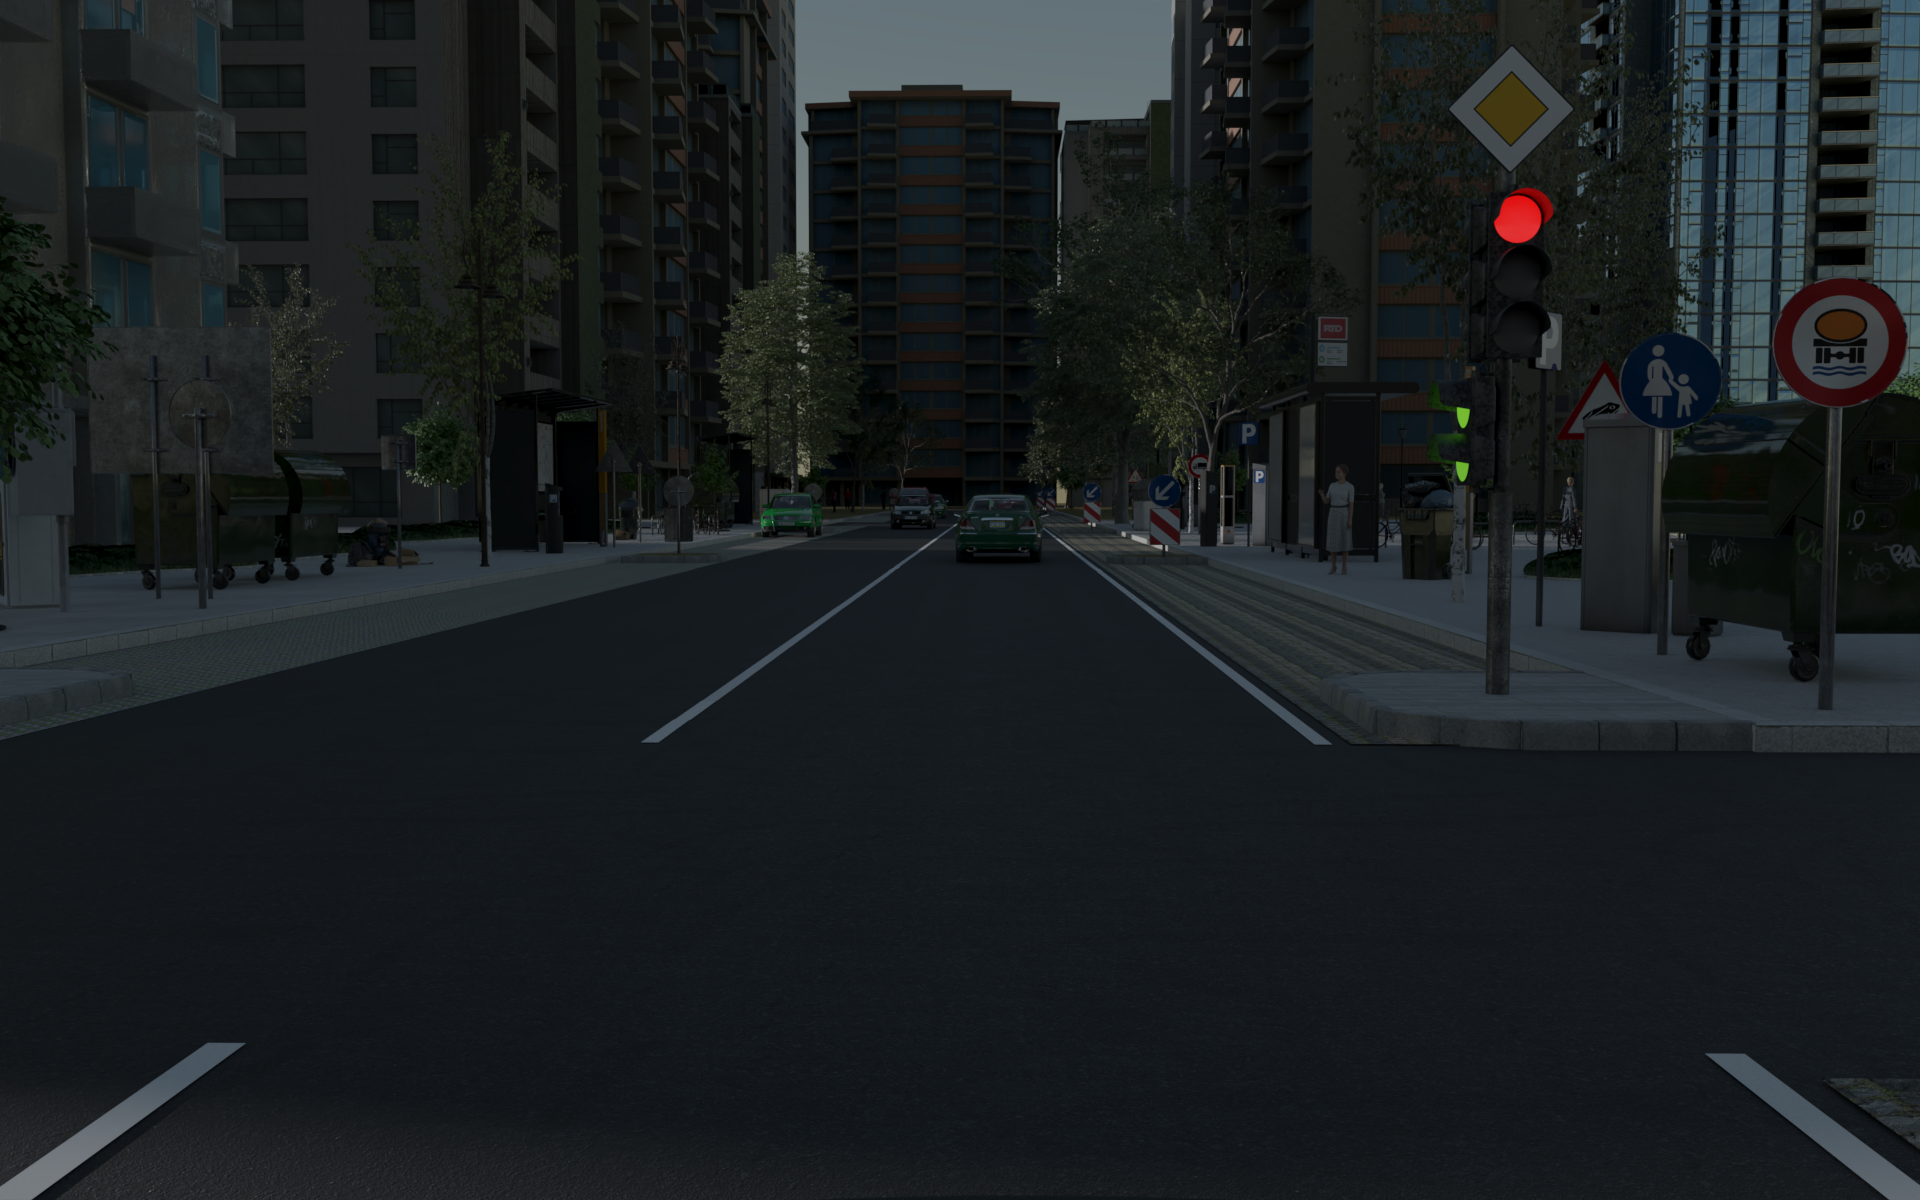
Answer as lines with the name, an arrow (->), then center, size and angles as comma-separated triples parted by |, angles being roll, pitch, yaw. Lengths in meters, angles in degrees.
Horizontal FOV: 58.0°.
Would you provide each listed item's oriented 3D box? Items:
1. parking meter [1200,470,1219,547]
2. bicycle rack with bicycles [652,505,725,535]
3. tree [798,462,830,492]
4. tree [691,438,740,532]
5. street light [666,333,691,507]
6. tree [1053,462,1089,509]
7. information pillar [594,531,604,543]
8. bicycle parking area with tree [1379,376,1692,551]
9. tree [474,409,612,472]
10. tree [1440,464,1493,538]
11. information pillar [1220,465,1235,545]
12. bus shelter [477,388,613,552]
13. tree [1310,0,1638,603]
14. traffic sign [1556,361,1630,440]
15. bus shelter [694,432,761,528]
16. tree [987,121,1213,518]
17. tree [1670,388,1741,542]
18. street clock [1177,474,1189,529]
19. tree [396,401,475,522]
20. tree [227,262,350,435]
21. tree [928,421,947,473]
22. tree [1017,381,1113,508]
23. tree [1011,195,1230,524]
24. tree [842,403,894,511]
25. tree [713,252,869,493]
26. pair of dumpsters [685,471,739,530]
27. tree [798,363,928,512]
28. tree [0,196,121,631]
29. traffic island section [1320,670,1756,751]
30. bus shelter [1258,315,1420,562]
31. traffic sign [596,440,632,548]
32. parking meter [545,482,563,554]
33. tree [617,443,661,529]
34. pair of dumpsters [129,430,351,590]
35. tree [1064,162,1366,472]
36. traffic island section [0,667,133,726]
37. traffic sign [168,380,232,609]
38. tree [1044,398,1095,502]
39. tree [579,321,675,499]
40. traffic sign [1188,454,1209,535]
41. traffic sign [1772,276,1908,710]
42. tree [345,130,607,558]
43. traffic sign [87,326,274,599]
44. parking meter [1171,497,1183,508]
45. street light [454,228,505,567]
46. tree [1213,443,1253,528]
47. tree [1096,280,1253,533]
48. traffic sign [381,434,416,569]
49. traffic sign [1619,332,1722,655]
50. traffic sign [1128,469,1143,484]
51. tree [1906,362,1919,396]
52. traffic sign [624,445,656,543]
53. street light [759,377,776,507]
parking meter -> 6.085, -2.236, 42.274 | 0.399, 1.863, 0.255 | -2, 4, -30
bicycle rack with bicycles -> -8.643, -2.551, 55.084 | 2.852, 0.926, 2.925 | 0, 4, -3
tree -> -7.768, -6.016, 92.955 | 1.663, 3.219, 1.824 | 0, 3, 0
tree -> -8.321, -3.972, 59.551 | 1.663, 3.219, 1.824 | 0, 3, 0
street light -> -8.083, -4.711, 49.812 | 0.468, 5.910, 1.993 | 0, 4, 1
tree -> 9.499, -9.988, 147.022 | 4.285, 4.588, 4.351 | 0, 3, 0
information pillar -> -9.517, -2.524, 45.764 | 0.304, 2.012, 0.304 | 0, 4, -2
bicycle parking area with tree -> 14.712, -3.234, 39.885 | 9.016, 4.147, 8.231 | -1, 4, -16
tree -> -13.651, -4.692, 60.428 | 4.285, 4.588, 4.351 | 0, 3, 0
tree -> 15.253, -3.464, 51.235 | 1.663, 3.219, 1.824 | 0, 3, 0
information pillar -> 6.810, -2.420, 44.057 | 0.304, 2.012, 0.304 | 0, 4, -3
bus shelter -> -9.809, -3.067, 41.426 | 1.731, 3.624, 6.357 | 0, 4, 1
tree -> 6.028, -4.263, 20.062 | 4.360, 8.622, 3.978 | 0, 3, 0
traffic sign -> 6.300, -1.041, 17.019 | 0.884, 2.594, 0.081 | 0, 4, 8
bus shelter -> -9.180, -4.744, 68.851 | 1.731, 3.624, 6.357 | 0, 4, 1
tree -> 7.153, -14.384, 91.074 | 12.611, 20.169, 13.585 | 0, 3, 0
tree -> 19.337, -3.848, 46.635 | 4.285, 4.588, 4.351 | 0, 3, 0
street clock -> 8.059, -3.575, 63.020 | 0.471, 2.002, 0.358 | 3, 5, 40
tree -> -18.313, -4.746, 61.313 | 4.285, 4.588, 4.351 | 0, 3, 0
tree -> -21.378, -6.350, 54.187 | 4.360, 8.622, 3.978 | 0, 3, 0
tree -> -5.487, -13.916, 161.931 | 8.767, 10.594, 7.601 | 0, 4, -4
tree -> 9.936, -14.622, 156.071 | 9.611, 12.733, 9.660 | 0, 3, 0
tree -> 6.944, -10.285, 74.812 | 9.857, 13.997, 8.962 | 0, 3, 0
tree -> -7.040, -10.998, 130.175 | 4.737, 8.622, 4.395 | 0, 3, 0
tree -> -7.942, -9.975, 81.214 | 7.486, 12.596, 7.792 | 0, 3, 0
pair of dumpsters -> -9.151, -3.730, 63.486 | 1.574, 2.255, 4.437 | 0, 4, 1
tree -> -7.442, -11.361, 120.162 | 8.767, 10.594, 7.601 | -1, 4, -12
tree -> -9.612, -1.969, 15.905 | 4.285, 4.588, 4.351 | 0, 3, 0
traffic island section -> 3.474, 0.682, 11.127 | 2.009, 0.180, 2.903 | 0, 4, 1
bus shelter -> 7.623, -3.607, 36.607 | 2.179, 5.291, 8.768 | 0, 4, 1
traffic sign -> -8.265, -2.529, 41.348 | 0.884, 2.594, 0.081 | 0, 4, 3
parking meter -> -8.773, -1.775, 37.427 | 0.372, 1.533, 0.369 | 0, 3, 0
tree -> -11.967, -4.287, 64.692 | 1.663, 3.219, 1.824 | 0, 3, 0
pair of dumpsters -> -10.398, -1.385, 25.140 | 1.574, 2.255, 4.437 | 0, 4, 1
tree -> 7.121, -7.052, 49.706 | 8.767, 10.594, 7.601 | 0, 4, 6
traffic island section -> -6.865, 0.668, 11.364 | 2.009, 0.180, 2.903 | 0, 4, 1
traffic sign -> -8.470, -1.174, 19.295 | 0.768, 2.556, 0.104 | 1, 4, 10
tree -> 7.374, -9.410, 104.222 | 4.737, 8.622, 4.395 | 0, 3, 0
tree -> -13.843, -7.491, 72.846 | 4.360, 8.622, 3.978 | 0, 3, 0
traffic sign -> 7.594, -3.348, 54.838 | 0.768, 2.556, 0.104 | 1, 4, 10
traffic sign -> 5.156, -0.620, 10.239 | 0.768, 2.556, 0.104 | 0, 4, 5
tree -> -9.695, -5.139, 34.389 | 4.737, 8.622, 4.395 | 0, 3, 0
traffic sign -> -9.492, -1.666, 21.105 | 2.265, 3.308, 0.079 | 0, 4, 2
parking meter -> 7.979, -3.555, 63.830 | 0.399, 1.863, 0.255 | -1, 4, -14
street light -> -8.401, -3.526, 30.434 | 0.468, 5.910, 1.993 | 0, 4, 1
tree -> 10.347, -4.344, 65.631 | 1.663, 3.219, 1.824 | 0, 3, 0
tree -> 7.439, -6.540, 57.285 | 4.737, 8.622, 4.395 | 0, 3, 0
traffic sign -> -9.611, -1.684, 29.670 | 0.606, 2.300, 0.079 | 0, 4, 5
traffic sign -> 5.609, -0.835, 13.757 | 0.768, 2.556, 0.104 | 1, 4, 11
traffic sign -> 8.385, -5.064, 82.797 | 0.884, 2.594, 0.081 | 0, 4, 4
tree -> 22.719, -3.505, 41.016 | 4.285, 4.588, 4.351 | 0, 3, 0
traffic sign -> -8.458, -2.798, 45.755 | 0.884, 2.594, 0.081 | 1, 4, 8
street light -> -7.598, -5.859, 68.590 | 0.468, 5.910, 1.993 | 0, 4, 1
